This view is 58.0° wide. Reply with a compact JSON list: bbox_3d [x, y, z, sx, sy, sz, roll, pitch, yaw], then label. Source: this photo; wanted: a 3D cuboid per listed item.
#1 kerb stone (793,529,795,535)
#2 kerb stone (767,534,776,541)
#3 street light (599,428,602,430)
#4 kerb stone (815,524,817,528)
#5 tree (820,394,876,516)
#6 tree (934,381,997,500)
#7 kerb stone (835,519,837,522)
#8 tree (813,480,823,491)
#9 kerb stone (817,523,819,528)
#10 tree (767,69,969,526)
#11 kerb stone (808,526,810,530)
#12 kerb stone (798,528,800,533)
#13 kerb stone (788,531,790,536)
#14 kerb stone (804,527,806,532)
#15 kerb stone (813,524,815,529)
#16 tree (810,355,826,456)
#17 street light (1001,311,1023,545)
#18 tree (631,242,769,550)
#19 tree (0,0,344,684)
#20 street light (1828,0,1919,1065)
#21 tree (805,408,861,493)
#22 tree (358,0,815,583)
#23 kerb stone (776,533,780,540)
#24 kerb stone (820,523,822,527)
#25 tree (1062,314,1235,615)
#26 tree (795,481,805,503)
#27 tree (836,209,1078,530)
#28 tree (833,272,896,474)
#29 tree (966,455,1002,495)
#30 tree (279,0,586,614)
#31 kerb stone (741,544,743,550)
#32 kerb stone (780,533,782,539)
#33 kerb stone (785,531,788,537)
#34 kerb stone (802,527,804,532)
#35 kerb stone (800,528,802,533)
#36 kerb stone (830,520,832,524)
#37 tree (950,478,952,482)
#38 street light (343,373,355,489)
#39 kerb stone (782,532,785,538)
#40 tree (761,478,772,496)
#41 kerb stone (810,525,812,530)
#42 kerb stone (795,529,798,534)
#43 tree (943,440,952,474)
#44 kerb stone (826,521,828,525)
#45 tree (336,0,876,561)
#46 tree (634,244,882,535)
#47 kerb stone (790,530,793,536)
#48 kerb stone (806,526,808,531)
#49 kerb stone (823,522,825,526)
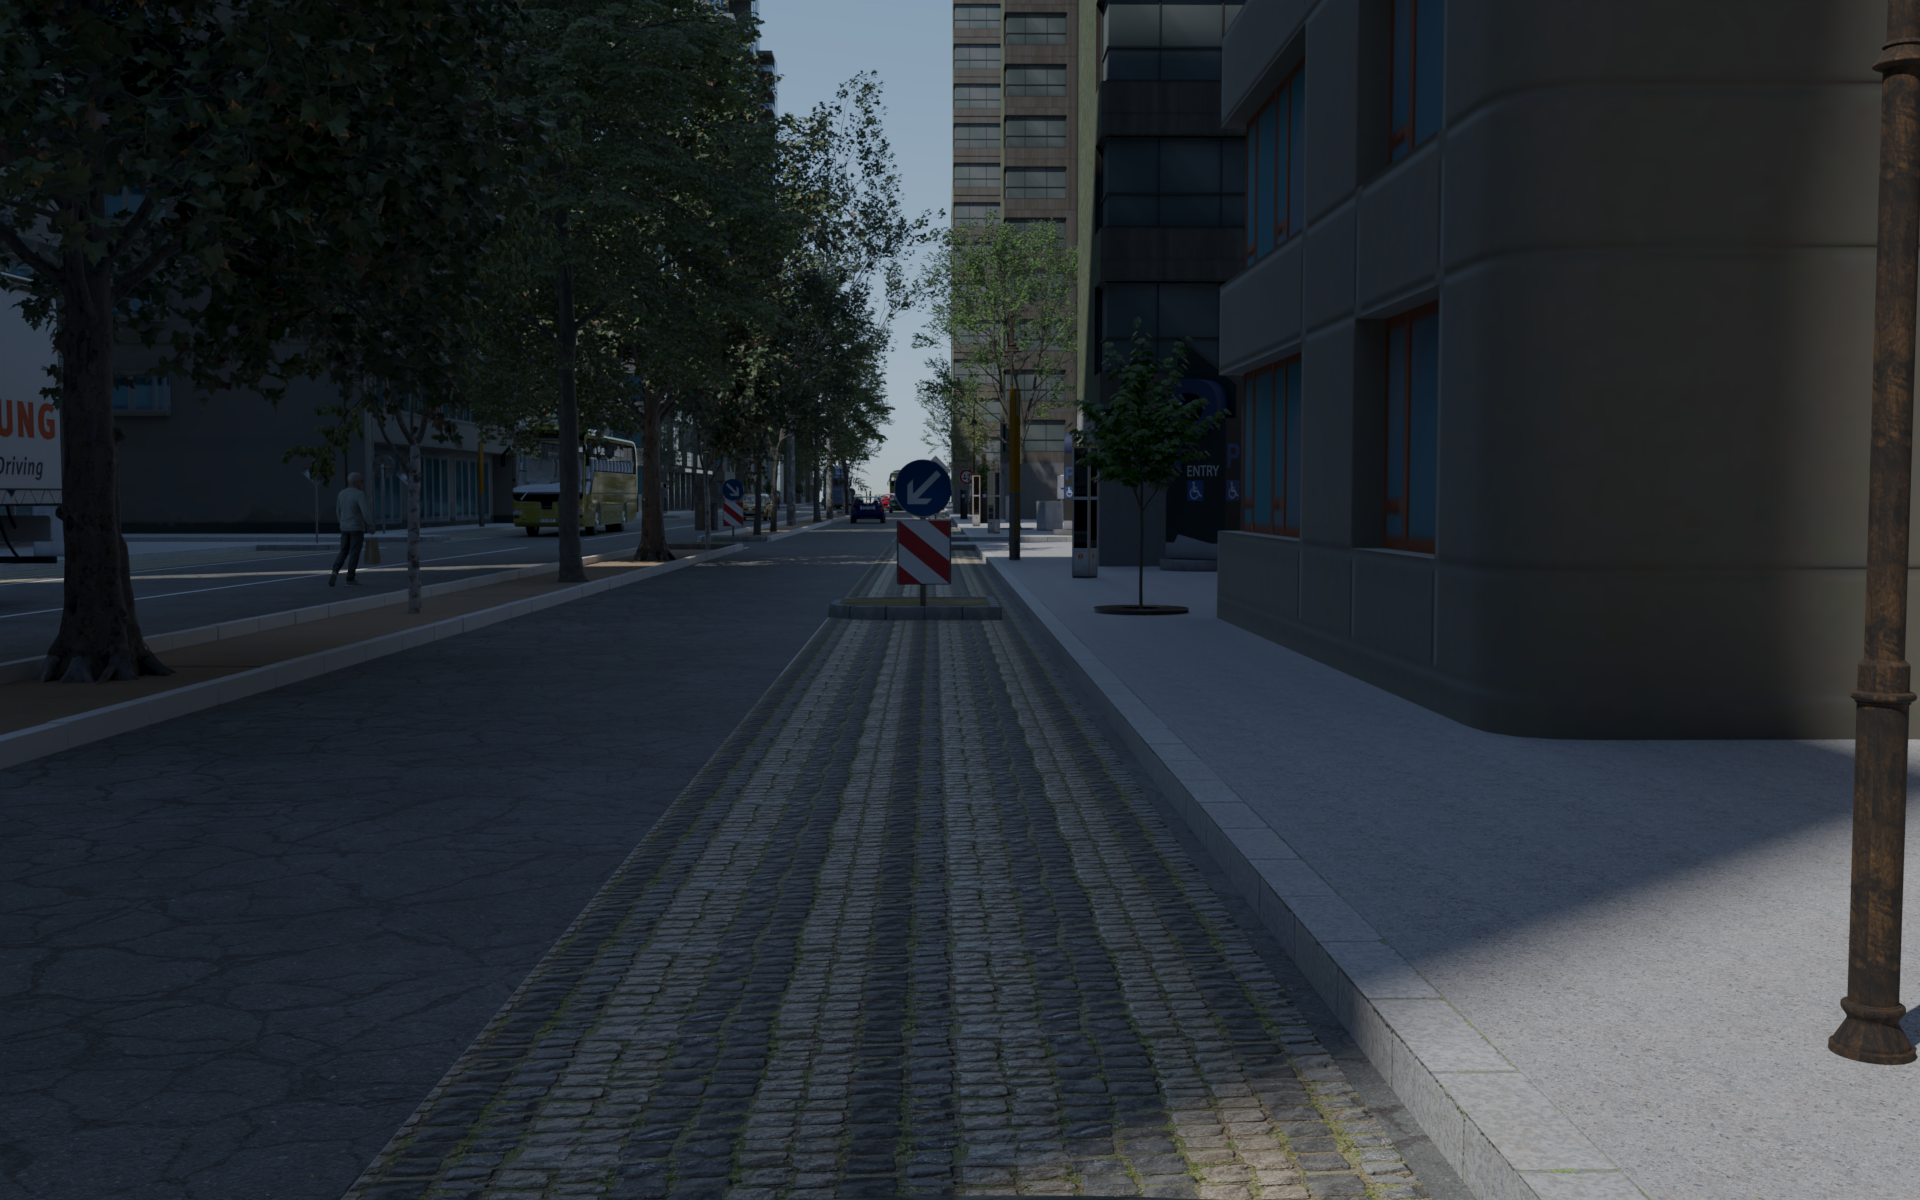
[{"bbox_3d":[-5.896,-2.312,59.999,0.120,0.150,1.000,0,4,-1],"label":"kerb stone"},{"bbox_3d":[-5.780,-1.873,52.825,0.120,0.150,1.000,0,4,-1],"label":"kerb stone"},{"bbox_3d":[-19.536,-7.369,93.270,0.468,5.910,1.993,0,4,-1],"label":"street light"},{"bbox_3d":[-6.077,-3.001,71.255,0.120,0.150,1.000,0,4,-1],"label":"kerb stone"},{"bbox_3d":[-8.060,-10.622,126.491,4.360,8.622,3.978,0,3,0],"label":"tree"},{"bbox_3d":[0.562,-9.769,110.089,4.737,8.622,4.395,0,3,0],"label":"tree"},{"bbox_3d":[-6.312,-3.878,85.594,0.120,0.150,1.000,0,4,-1],"label":"kerb stone"},{"bbox_3d":[-23.709,-18.403,284.595,4.285,4.588,4.351,0,3,0],"label":"tree"},{"bbox_3d":[-6.099,-3.063,72.281,0.120,0.150,1.000,0,4,-1],"label":"kerb stone"},{"bbox_3d":[-6.351,-13.336,76.387,12.611,20.169,13.585,0,3,0],"label":"tree"},{"bbox_3d":[-6.013,-2.750,67.166,0.120,0.150,1.000,0,4,-1],"label":"kerb stone"},{"bbox_3d":[-5.929,-2.437,62.044,0.120,0.150,1.000,0,4,-1],"label":"kerb stone"},{"bbox_3d":[-5.864,-2.187,57.952,0.120,0.150,1.000,0,4,-1],"label":"kerb stone"},{"bbox_3d":[-5.980,-2.625,65.117,0.120,0.150,1.000,0,4,-1],"label":"kerb stone"},{"bbox_3d":[-6.063,-2.928,70.233,0.120,0.150,1.000,0,4,-1],"label":"kerb stone"},{"bbox_3d":[-7.944,-11.679,119.170,9.928,11.665,9.643,0,3,0],"label":"tree"},{"bbox_3d":[1.308,-4.345,43.827,0.468,5.910,1.993,0,4,-1],"label":"street light"},{"bbox_3d":[-6.451,-5.574,43.961,4.360,8.622,3.978,0,3,0],"label":"tree"},{"bbox_3d":[-6.707,-5.721,13.003,9.611,12.733,9.660,0,3,0],"label":"tree"},{"bbox_3d":[2.093,-1.897,3.798,0.468,5.910,1.993,0,4,-1],"label":"street light"},{"bbox_3d":[-8.011,-9.454,107.389,4.737,8.622,4.395,0,3,0],"label":"tree"},{"bbox_3d":[-6.180,-6.524,27.248,7.486,12.596,7.792,0,3,0],"label":"tree"},{"bbox_3d":[-5.793,-1.936,53.848,0.120,0.150,1.000,0,4,-1],"label":"kerb stone"},{"bbox_3d":[-6.131,-3.189,74.332,0.120,0.150,1.000,0,4,-1],"label":"kerb stone"},{"bbox_3d":[1.926,-1.483,18.847,1.663,3.219,1.824,0,3,0],"label":"tree"},{"bbox_3d":[-21.978,-14.899,238.203,1.663,3.219,1.824,0,3,0],"label":"tree"},{"bbox_3d":[2.065,-8.359,62.423,9.928,11.665,9.643,0,3,0],"label":"tree"},{"bbox_3d":[-7.108,-10.162,86.737,7.486,12.596,7.792,0,3,0],"label":"tree"},{"bbox_3d":[1.111,-5.520,84.858,1.663,3.219,1.824,0,3,0],"label":"tree"},{"bbox_3d":[-6.544,-4.148,20.632,4.737,8.622,4.395,0,3,0],"label":"tree"},{"bbox_3d":[-5.632,-1.338,44.065,0.120,0.150,1.000,0,4,-1],"label":"kerb stone"},{"bbox_3d":[-5.809,-1.998,54.870,0.120,0.150,1.000,0,4,-1],"label":"kerb stone"},{"bbox_3d":[-5.853,-2.121,56.929,0.120,0.150,1.000,0,4,-1],"label":"kerb stone"},{"bbox_3d":[-5.965,-2.556,64.091,0.120,0.150,1.000,0,4,-1],"label":"kerb stone"},{"bbox_3d":[-5.949,-2.500,63.066,0.120,0.150,1.000,0,4,-1],"label":"kerb stone"},{"bbox_3d":[-6.249,-3.627,81.500,0.120,0.150,1.000,0,4,-1],"label":"kerb stone"},{"bbox_3d":[-0.619,-10.594,167.814,1.663,3.219,1.824,0,3,0],"label":"tree"},{"bbox_3d":[-18.886,-4.920,53.238,0.468,5.910,1.993,0,4,-1],"label":"street light"},{"bbox_3d":[-5.827,-2.061,55.892,0.120,0.150,1.000,0,4,-1],"label":"kerb stone"},{"bbox_3d":[-21.096,-12.006,190.895,1.663,3.219,1.824,0,3,0],"label":"tree"},{"bbox_3d":[-6.029,-2.811,68.189,0.120,0.150,1.000,0,4,-1],"label":"kerb stone"},{"bbox_3d":[-5.912,-2.375,61.021,0.120,0.150,1.000,0,4,-1],"label":"kerb stone"},{"bbox_3d":[-0.113,-16.252,216.086,4.360,8.622,3.978,0,3,0],"label":"tree"},{"bbox_3d":[-6.196,-3.433,78.430,0.120,0.150,1.000,0,4,-1],"label":"kerb stone"},{"bbox_3d":[-6.598,-7.174,36.761,9.611,12.733,9.660,0,3,0],"label":"tree"},{"bbox_3d":[-7.109,-7.845,65.137,8.767,10.594,7.601,0,4,-1],"label":"tree"},{"bbox_3d":[-5.876,-2.243,58.977,0.120,0.150,1.000,0,4,-1],"label":"kerb stone"},{"bbox_3d":[-5.993,-2.684,66.143,0.120,0.150,1.000,0,4,-1],"label":"kerb stone"},{"bbox_3d":[-6.168,-3.313,76.376,0.120,0.150,1.000,0,4,-1],"label":"kerb stone"}]
